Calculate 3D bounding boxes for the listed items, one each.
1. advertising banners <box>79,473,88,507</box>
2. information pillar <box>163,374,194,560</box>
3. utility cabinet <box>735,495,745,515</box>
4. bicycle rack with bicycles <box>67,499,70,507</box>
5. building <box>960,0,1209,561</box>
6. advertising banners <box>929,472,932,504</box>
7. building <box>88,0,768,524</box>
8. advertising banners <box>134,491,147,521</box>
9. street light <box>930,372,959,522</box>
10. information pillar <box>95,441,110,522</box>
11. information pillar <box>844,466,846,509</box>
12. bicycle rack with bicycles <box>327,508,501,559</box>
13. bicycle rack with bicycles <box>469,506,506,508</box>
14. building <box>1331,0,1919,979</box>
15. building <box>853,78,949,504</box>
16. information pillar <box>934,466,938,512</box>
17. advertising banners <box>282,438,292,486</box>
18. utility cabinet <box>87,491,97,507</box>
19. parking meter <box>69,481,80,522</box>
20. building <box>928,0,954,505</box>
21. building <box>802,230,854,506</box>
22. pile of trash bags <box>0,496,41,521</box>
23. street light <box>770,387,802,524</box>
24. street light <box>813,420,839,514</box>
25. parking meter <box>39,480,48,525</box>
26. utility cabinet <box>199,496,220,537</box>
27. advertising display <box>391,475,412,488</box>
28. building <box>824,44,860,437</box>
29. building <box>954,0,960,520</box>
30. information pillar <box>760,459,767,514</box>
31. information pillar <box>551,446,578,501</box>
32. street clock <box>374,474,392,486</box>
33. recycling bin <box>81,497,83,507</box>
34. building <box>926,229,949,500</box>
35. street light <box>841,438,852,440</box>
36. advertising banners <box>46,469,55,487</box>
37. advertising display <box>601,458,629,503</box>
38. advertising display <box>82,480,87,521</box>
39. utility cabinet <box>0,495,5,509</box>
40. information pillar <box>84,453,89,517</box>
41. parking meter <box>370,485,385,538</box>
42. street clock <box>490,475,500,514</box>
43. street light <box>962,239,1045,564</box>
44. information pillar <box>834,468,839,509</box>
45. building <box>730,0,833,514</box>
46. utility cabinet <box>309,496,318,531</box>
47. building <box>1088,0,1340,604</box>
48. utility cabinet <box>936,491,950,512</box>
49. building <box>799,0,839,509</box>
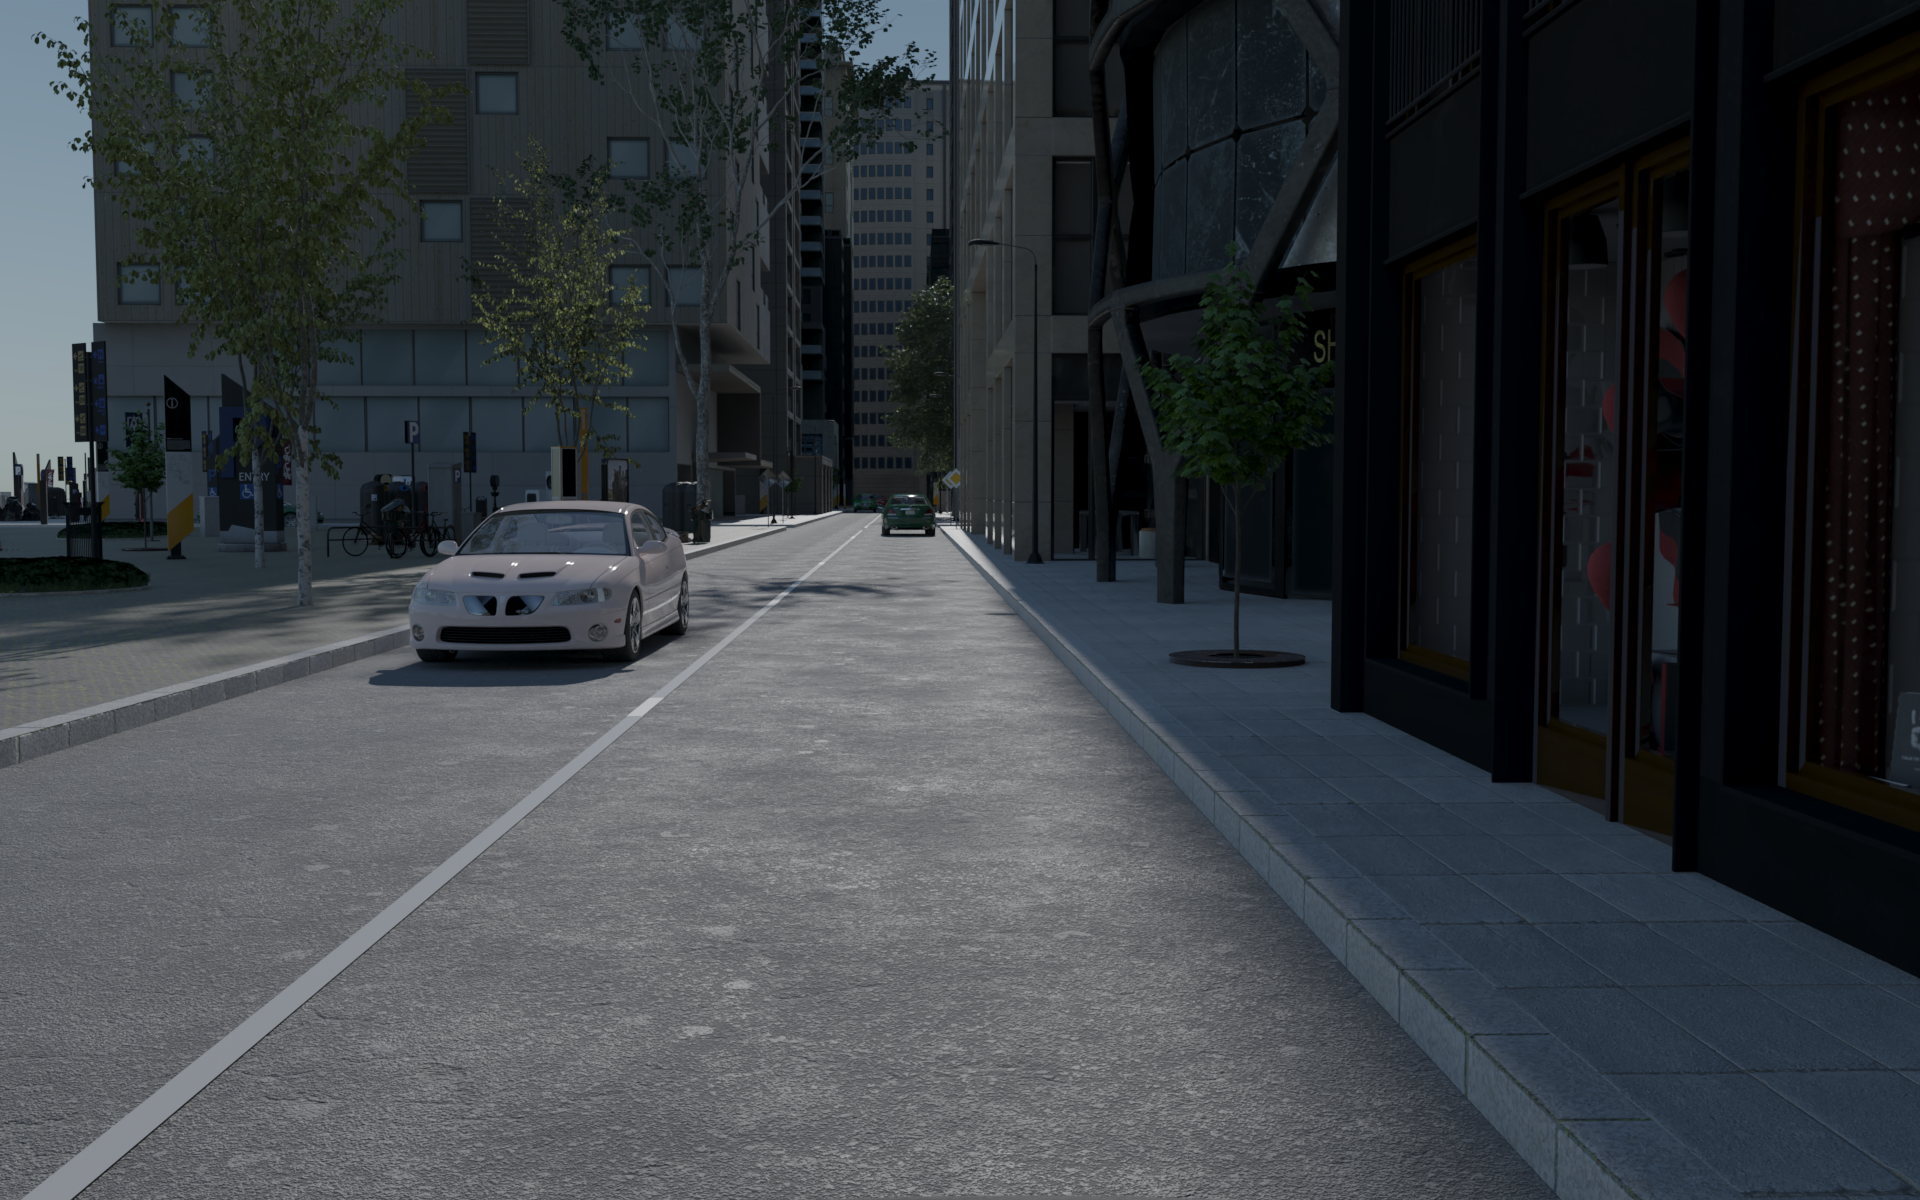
[{"bbox_3d":[-74.055,-9.139,145.615,0.090,3.025,2.074,1,4,19],"label":"advertising banners"},{"bbox_3d":[-15.347,-2.608,33.997,0.504,3.616,0.183,-2,4,-32],"label":"information pillar"},{"bbox_3d":[-13.694,-5.805,106.071,1.020,1.237,0.306,0,4,-6],"label":"utility cabinet"},{"bbox_3d":[-66.269,-7.145,130.196,2.852,0.926,2.925,-1,4,-18],"label":"bicycle rack with bicycles"},{"bbox_3d":[10.107,-14.986,49.543,19.350,26.468,34.151,0,4,-2],"label":"building"},{"bbox_3d":[-2.336,-8.615,137.048,0.090,3.025,2.074,0,4,-5],"label":"advertising banners"},{"bbox_3d":[-23.828,-30.390,86.116,28.713,52.752,27.495,0,4,-2],"label":"building"},{"bbox_3d":[-29.909,-4.107,63.329,0.090,3.025,2.074,-3,5,-39],"label":"advertising banners"},{"bbox_3d":[-0.290,-5.726,66.166,1.470,5.913,1.316,0,4,-2],"label":"street light"},{"bbox_3d":[-31.727,-4.447,64.065,0.183,3.616,0.504,2,4,24],"label":"information pillar"},{"bbox_3d":[-9.671,-9.405,145.133,0.183,3.616,0.504,-1,4,-13],"label":"information pillar"},{"bbox_3d":[-11.500,-1.367,35.728,2.852,0.926,2.925,2,4,29],"label":"bicycle rack with bicycles"},{"bbox_3d":[-13.594,-2.290,50.818,2.925,0.926,2.852,2,4,25],"label":"bicycle rack with bicycles"},{"bbox_3d":[8.613,-10.538,1.976,12.332,23.373,15.834,0,4,-2],"label":"building"},{"bbox_3d":[-8.355,-42.881,243.104,28.212,58.520,21.231,0,4,-2],"label":"building"},{"bbox_3d":[-1.717,-8.044,122.873,0.183,3.616,0.504,-3,4,-36],"label":"information pillar"},{"bbox_3d":[-21.456,-3.521,53.754,0.090,3.025,2.074,2,4,27],"label":"advertising banners"},{"bbox_3d":[-62.148,-7.052,123.984,0.318,1.500,1.173,-1,4,-11],"label":"utility cabinet"},{"bbox_3d":[-40.814,-4.534,79.835,0.399,1.863,0.255,-3,4,-39],"label":"parking meter"},{"bbox_3d":[7.176,-44.862,171.749,20.563,71.187,20.611,0,4,-2],"label":"building"},{"bbox_3d":[-18.835,-25.426,187.417,14.160,30.474,14.107,0,4,-2],"label":"building"},{"bbox_3d":[-45.200,-4.386,81.462,1.912,1.369,3.447,2,4,26],"label":"pile of trash bags"},{"bbox_3d":[-7.534,-6.265,74.977,1.470,5.913,1.316,0,4,-2],"label":"street light"},{"bbox_3d":[-8.589,-8.363,109.272,1.470,5.913,1.316,0,4,-2],"label":"street light"},{"bbox_3d":[-38.636,-4.117,73.024,0.255,1.863,0.399,-2,4,-23],"label":"parking meter"},{"bbox_3d":[-22.373,-2.511,52.223,0.306,1.237,1.020,2,4,33],"label":"utility cabinet"},{"bbox_3d":[-18.940,-3.287,58.960,0.974,1.923,0.123,2,4,26],"label":"advertising display"},{"bbox_3d":[-26.235,-37.968,210.016,27.495,52.752,28.713,0,4,-2],"label":"building"},{"bbox_3d":[14.038,-33.046,82.307,28.212,58.520,21.231,0,4,-2],"label":"building"},{"bbox_3d":[-12.434,-7.221,109.418,0.504,3.616,0.183,-1,4,-9],"label":"information pillar"},{"bbox_3d":[-6.129,-1.369,26.879,0.304,2.012,0.304,-3,5,-41],"label":"information pillar"},{"bbox_3d":[-21.115,-3.583,63.152,0.358,2.002,0.471,2,4,25],"label":"street clock"},{"bbox_3d":[-67.531,-7.434,134.094,0.722,1.027,0.722,0,3,0],"label":"recycling bin"},{"bbox_3d":[3.772,-25.598,190.222,14.160,30.474,14.107,0,4,-2],"label":"building"},{"bbox_3d":[-9.652,-10.460,143.566,1.470,5.913,1.316,0,4,-2],"label":"street light"},{"bbox_3d":[-64.569,-7.659,121.413,2.074,3.025,0.090,-1,4,-17],"label":"advertising banners"},{"bbox_3d":[-6.199,-1.588,31.176,0.123,1.923,0.974,1,4,12],"label":"advertising display"},{"bbox_3d":[-41.751,-4.736,82.645,0.123,1.923,0.974,-2,4,-24],"label":"advertising display"},{"bbox_3d":[-60.916,-6.017,109.539,1.020,1.237,0.306,1,4,11],"label":"utility cabinet"},{"bbox_3d":[-49.501,-6.530,98.117,0.183,3.616,0.504,-2,4,-26],"label":"information pillar"},{"bbox_3d":[-15.844,-2.369,47.145,0.372,1.533,0.369,0,3,0],"label":"parking meter"},{"bbox_3d":[-17.722,-3.758,66.011,0.358,2.002,0.471,0,4,3],"label":"street clock"},{"bbox_3d":[0.843,-3.621,31.750,1.470,5.913,1.316,0,4,-2],"label":"street light"},{"bbox_3d":[-10.583,-9.598,148.284,0.504,3.616,0.183,-1,4,-11],"label":"information pillar"},{"bbox_3d":[-19.236,-41.557,117.703,20.563,71.187,20.611,0,4,-2],"label":"building"},{"bbox_3d":[-22.700,-3.031,60.719,0.306,1.237,1.020,-1,4,-19],"label":"utility cabinet"},{"bbox_3d":[10.128,-9.578,24.050,16.820,18.784,16.811,0,4,-2],"label":"building"},{"bbox_3d":[-1.314,-7.071,124.292,1.173,1.500,0.318,-2,4,-27],"label":"utility cabinet"},{"bbox_3d":[-22.584,-52.012,163.068,22.319,86.520,31.000,0,4,-2],"label":"building"}]
